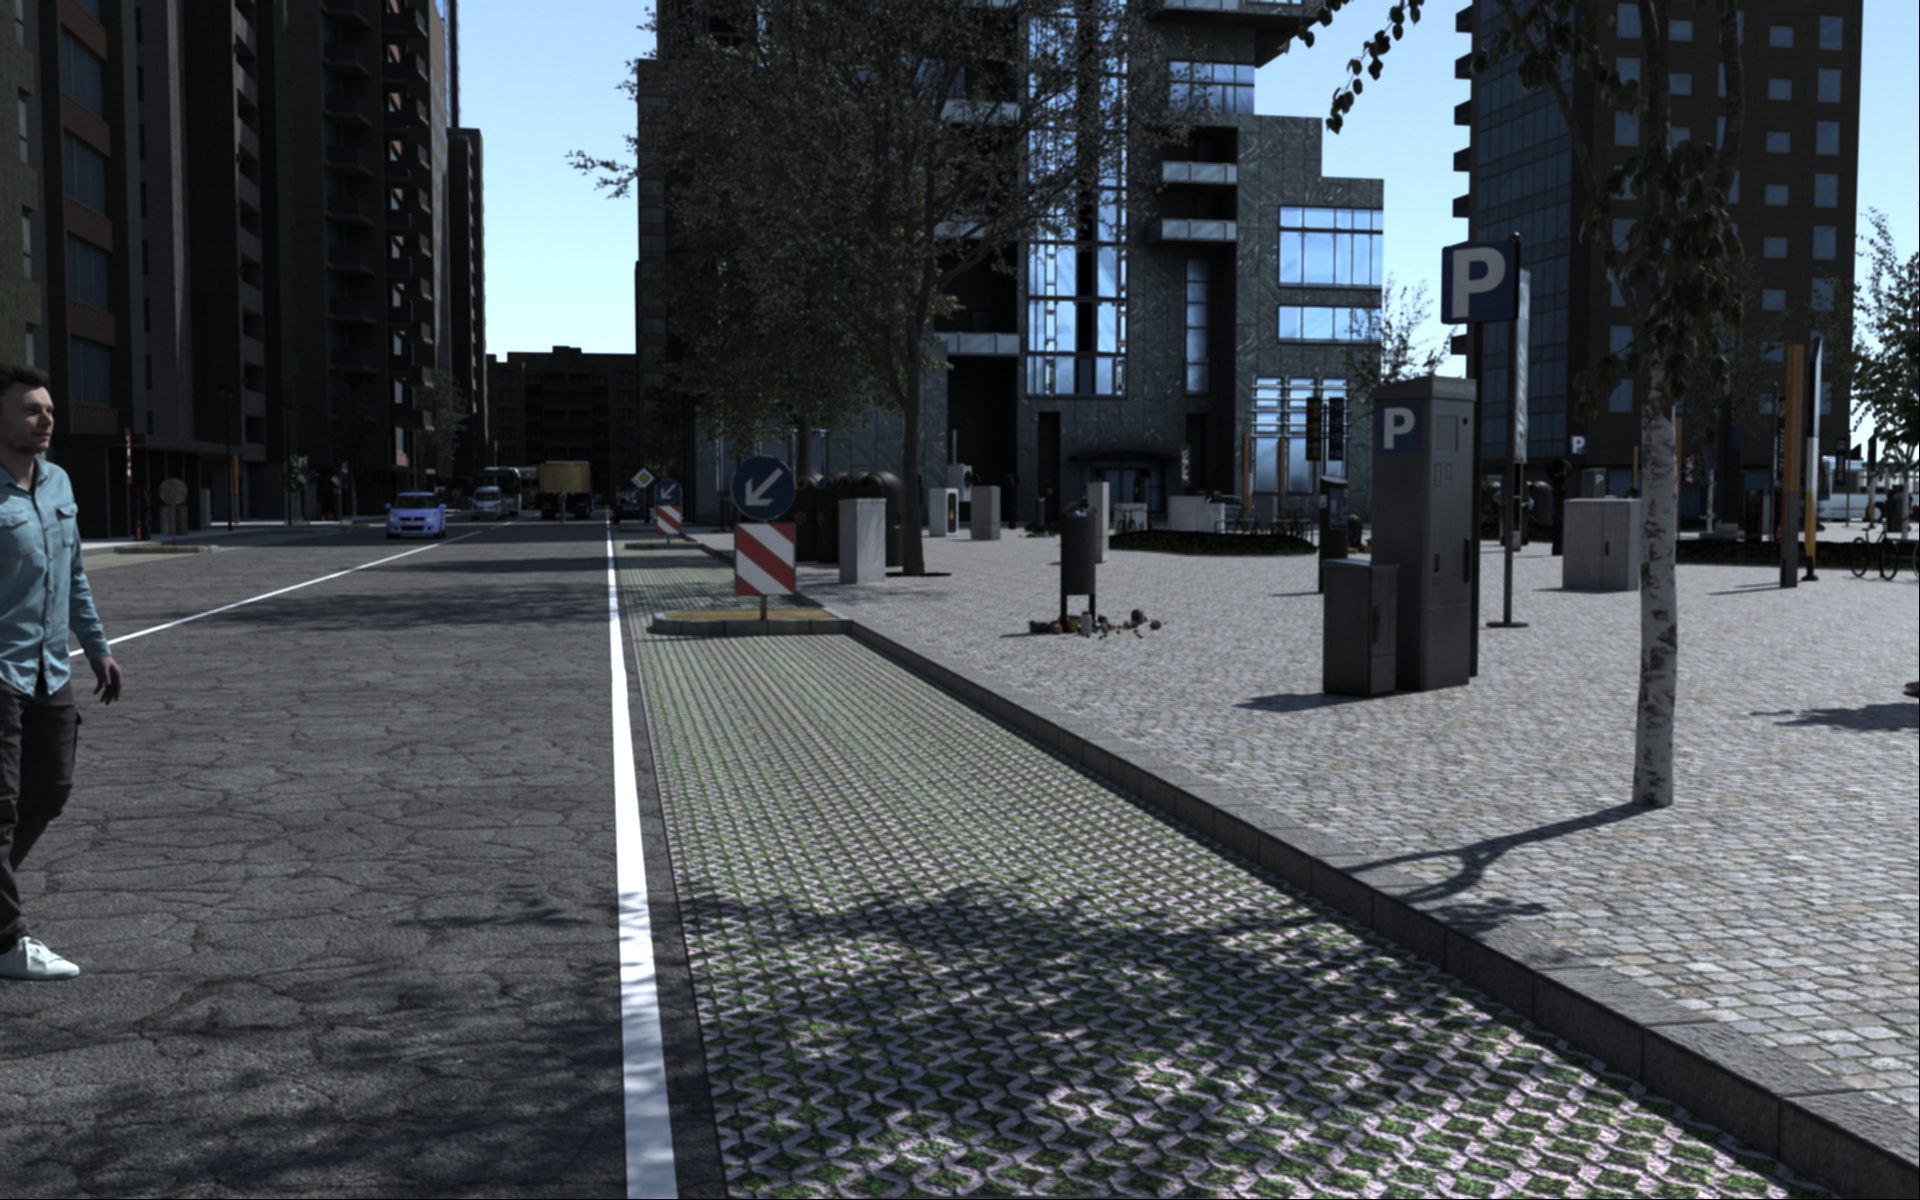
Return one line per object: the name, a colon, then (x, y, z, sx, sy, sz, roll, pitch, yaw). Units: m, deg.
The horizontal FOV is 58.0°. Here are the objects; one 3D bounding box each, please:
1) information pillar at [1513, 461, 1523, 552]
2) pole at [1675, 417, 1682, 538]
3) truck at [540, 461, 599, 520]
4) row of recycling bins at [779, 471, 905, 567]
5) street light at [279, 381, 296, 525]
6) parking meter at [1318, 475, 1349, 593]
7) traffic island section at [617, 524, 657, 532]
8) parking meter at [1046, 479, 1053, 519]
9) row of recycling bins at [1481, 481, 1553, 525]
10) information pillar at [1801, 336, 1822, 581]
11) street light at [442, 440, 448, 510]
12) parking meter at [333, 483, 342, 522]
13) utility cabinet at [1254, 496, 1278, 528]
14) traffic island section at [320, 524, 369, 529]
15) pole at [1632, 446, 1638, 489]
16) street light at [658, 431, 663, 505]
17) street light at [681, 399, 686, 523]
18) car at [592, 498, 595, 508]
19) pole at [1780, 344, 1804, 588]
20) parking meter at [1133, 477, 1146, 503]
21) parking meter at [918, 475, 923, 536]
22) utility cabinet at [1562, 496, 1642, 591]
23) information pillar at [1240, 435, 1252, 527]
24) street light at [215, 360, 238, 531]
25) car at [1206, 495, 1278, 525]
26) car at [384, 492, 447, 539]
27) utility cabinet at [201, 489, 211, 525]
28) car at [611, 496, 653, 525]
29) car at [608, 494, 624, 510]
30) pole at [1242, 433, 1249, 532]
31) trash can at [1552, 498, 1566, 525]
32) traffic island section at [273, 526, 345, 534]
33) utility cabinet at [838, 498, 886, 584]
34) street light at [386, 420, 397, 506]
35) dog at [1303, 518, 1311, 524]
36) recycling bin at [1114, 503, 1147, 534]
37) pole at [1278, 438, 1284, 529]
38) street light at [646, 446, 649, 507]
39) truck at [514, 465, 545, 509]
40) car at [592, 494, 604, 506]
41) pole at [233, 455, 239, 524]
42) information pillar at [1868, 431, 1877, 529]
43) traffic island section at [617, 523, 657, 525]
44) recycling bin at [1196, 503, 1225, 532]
information pillar: (12.391, -2.094, 38.734, 0.304, 2.012, 0.304, 1, 4, 11)
pole: (19.042, -3.188, 45.974, 0.158, 3.312, 0.155, 0, 3, 0)
truck: (-22.913, -6.424, 100.962, 3.469, 3.379, 9.791, -1, 4, -10)
row of recycling bins: (-2.090, -1.520, 31.961, 1.069, 1.692, 3.534, -2, 4, -31)
street light: (-27.604, -6.018, 71.181, 0.468, 5.910, 1.993, -1, 4, -12)
parking meter: (4.877, -0.868, 22.607, 0.372, 1.533, 0.369, 0, 3, 0)
traffic island section: (-12.007, -2.679, 66.087, 2.009, 0.180, 2.903, -1, 4, -12)
parking meter: (3.534, -3.844, 68.560, 0.255, 1.863, 0.399, 0, 4, 0)
row of recycling bins: (18.366, -3.060, 57.152, 1.069, 1.692, 3.534, -1, 4, -13)
information pillar: (12.580, -2.091, 25.549, 0.183, 3.616, 0.504, 2, 4, 34)
street light: (-41.839, -10.265, 140.618, 0.468, 5.910, 1.993, -1, 4, -12)
parking meter: (-28.894, -4.567, 80.383, 0.255, 1.863, 0.399, 0, 4, 5)
utility cabinet: (11.744, -3.385, 66.510, 0.306, 1.237, 1.020, -2, 4, -35)
traffic island section: (-25.552, -3.009, 71.483, 2.009, 0.180, 2.903, -1, 4, -12)
pole: (28.662, -4.879, 73.614, 0.158, 3.312, 0.155, 0, 3, 0)
street light: (-19.404, -8.541, 112.429, 0.468, 5.910, 1.993, -1, 4, -12)
street light: (-12.390, -6.415, 77.672, 0.468, 5.910, 1.993, -1, 4, -12)
car: (-38.915, -10.434, 180.190, 1.945, 1.707, 3.694, -1, 4, -11)
pole: (11.407, -1.829, 23.749, 0.158, 3.312, 0.155, 0, 3, 0)
parking meter: (6.093, -3.249, 58.830, 0.255, 1.863, 0.399, -2, 4, -33)
parking meter: (-1.202, -2.474, 46.158, 0.399, 1.863, 0.255, -1, 4, -14)
utility cabinet: (8.626, -0.743, 23.316, 0.306, 1.237, 1.020, -2, 4, -34)
information pillar: (11.318, -4.713, 68.407, 0.504, 3.616, 0.183, -2, 4, -32)
street light: (-25.315, -5.328, 59.895, 0.468, 5.910, 1.993, -1, 4, -12)
car: (11.586, -3.796, 74.066, 4.499, 1.417, 2.014, -1, 4, -10)
car: (-17.720, -2.867, 56.463, 1.945, 1.707, 3.694, -1, 4, -13)
utility cabinet: (-31.225, -3.799, 70.784, 1.173, 1.500, 0.318, 1, 4, 13)
car: (-15.615, -4.271, 82.403, 1.945, 1.354, 3.894, -1, 4, -10)
car: (-30.791, -8.989, 156.753, 2.009, 1.686, 4.222, -1, 4, -13)
pole: (9.540, -3.912, 57.808, 0.158, 3.312, 0.155, 0, 3, 0)
trash can: (22.259, -3.248, 64.755, 0.748, 1.137, 0.748, 0, 3, 0)
traffic island section: (-23.953, -2.531, 63.659, 2.009, 0.180, 2.903, -1, 4, -12)
utility cabinet: (-1.414, -0.850, 25.053, 0.306, 1.237, 1.020, 1, 4, 22)
street light: (-34.731, -8.139, 105.854, 0.468, 5.910, 1.993, -1, 4, -12)
dog: (15.105, -3.399, 75.759, 0.748, 0.427, 0.550, 0, 4, 4)
recycling bin: (4.662, -2.131, 47.400, 0.722, 1.027, 0.722, -1, 4, -12)
pole: (11.687, -4.234, 63.062, 0.158, 3.312, 0.155, 0, 3, 0)
street light: (-26.520, -10.662, 147.104, 0.468, 5.910, 1.993, -1, 4, -12)
truck: (-41.754, -10.934, 167.689, 2.839, 4.237, 11.283, -1, 4, -10)
car: (-43.090, -11.997, 204.951, 1.959, 1.807, 4.718, -1, 4, -13)
pole: (-31.030, -4.914, 74.183, 0.158, 3.312, 0.155, 0, 3, 0)
information pillar: (33.806, -4.453, 64.164, 0.183, 3.616, 0.504, 1, 4, 12)
traffic island section: (-13.606, -3.158, 73.911, 2.009, 0.180, 2.903, -1, 4, -12)
recycling bin: (6.971, -2.182, 48.230, 0.722, 1.027, 0.722, 1, 4, 15)
